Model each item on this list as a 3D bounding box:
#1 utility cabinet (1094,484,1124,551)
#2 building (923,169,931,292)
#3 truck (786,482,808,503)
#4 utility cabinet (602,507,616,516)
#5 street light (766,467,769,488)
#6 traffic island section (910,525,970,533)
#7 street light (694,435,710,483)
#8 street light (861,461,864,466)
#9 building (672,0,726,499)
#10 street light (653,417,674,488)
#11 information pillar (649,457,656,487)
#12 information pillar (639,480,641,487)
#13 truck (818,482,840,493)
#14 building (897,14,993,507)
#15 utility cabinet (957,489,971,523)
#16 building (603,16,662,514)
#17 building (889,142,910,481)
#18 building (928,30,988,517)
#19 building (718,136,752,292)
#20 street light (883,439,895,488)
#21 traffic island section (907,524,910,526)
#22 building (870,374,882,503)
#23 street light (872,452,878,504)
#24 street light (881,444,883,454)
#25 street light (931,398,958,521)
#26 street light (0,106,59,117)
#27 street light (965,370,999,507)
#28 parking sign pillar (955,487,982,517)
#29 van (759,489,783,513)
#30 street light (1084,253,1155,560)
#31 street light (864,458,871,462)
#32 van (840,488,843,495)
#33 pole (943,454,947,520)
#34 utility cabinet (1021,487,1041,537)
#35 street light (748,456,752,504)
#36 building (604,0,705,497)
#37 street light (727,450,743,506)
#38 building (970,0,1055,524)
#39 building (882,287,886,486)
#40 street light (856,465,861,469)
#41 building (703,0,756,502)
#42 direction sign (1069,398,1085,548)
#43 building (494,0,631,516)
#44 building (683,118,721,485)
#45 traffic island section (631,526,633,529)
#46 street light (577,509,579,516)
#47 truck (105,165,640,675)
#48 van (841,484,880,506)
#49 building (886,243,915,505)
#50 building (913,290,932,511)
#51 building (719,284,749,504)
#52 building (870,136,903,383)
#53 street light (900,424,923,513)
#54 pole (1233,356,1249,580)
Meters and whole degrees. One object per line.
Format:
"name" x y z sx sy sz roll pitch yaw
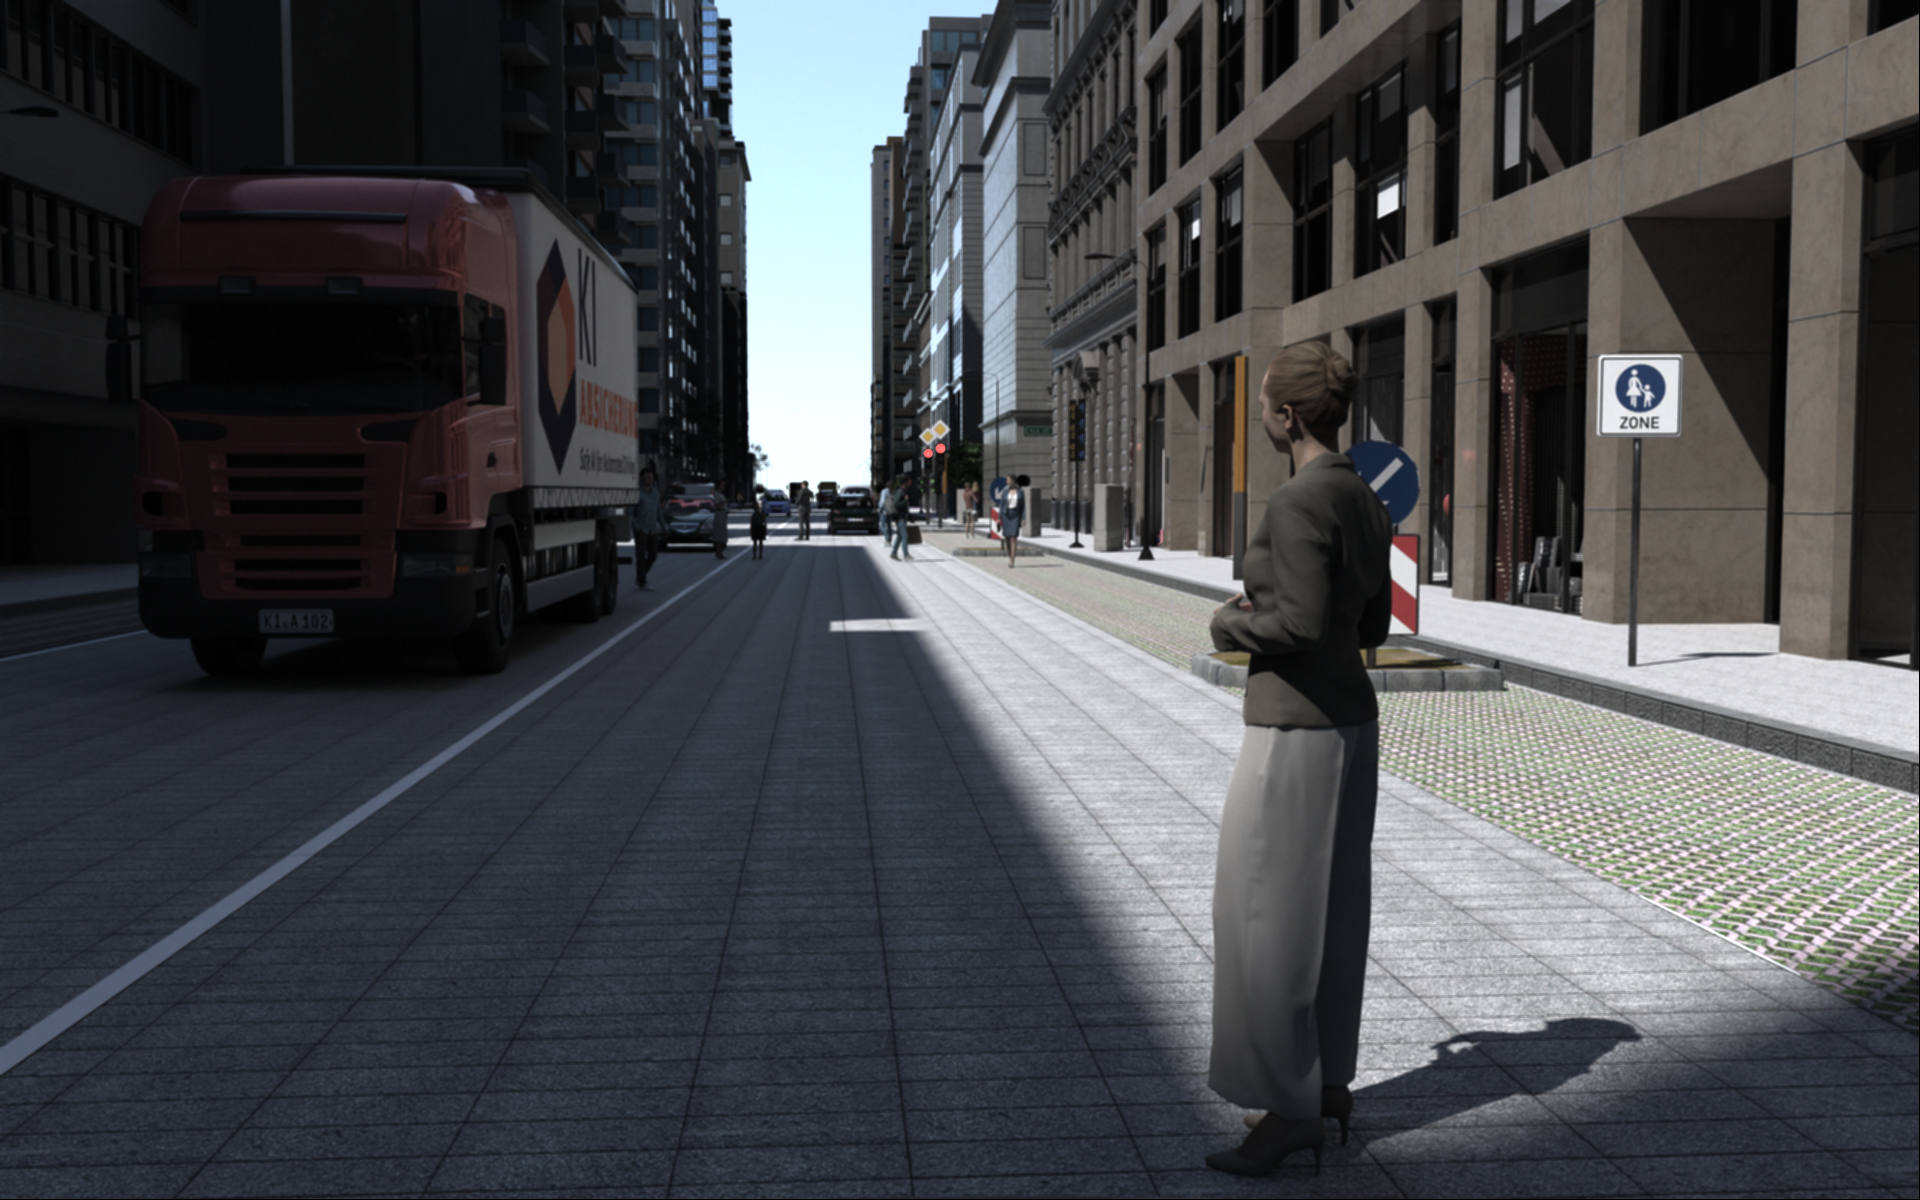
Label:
"utility cabinet" 3.348 -1.842 38.795 0.318 1.500 1.173 2 4 24
"building" 3.597 -23.560 156.909 14.160 30.474 14.107 0 4 -4
"truck" -26.786 -17.722 285.669 3.469 3.379 9.791 0 4 -4
"utility cabinet" -16.237 -4.217 80.110 0.306 1.237 1.020 1 4 10
"street light" -32.242 -19.637 293.601 1.470 5.913 1.316 0 4 -4
"traffic island section" -0.721 -2.609 64.931 2.009 0.180 2.903 0 4 -4
"street light" -20.211 -9.972 135.583 1.470 5.913 1.316 0 4 -4
"street light" -12.892 -16.590 243.779 1.470 5.913 1.316 0 4 -4
"building" -37.827 -46.557 199.452 20.563 71.187 20.611 0 4 -4
"street light" -17.863 -8.041 104.015 1.470 5.913 1.316 0 4 -4
"information pillar" -19.373 -7.203 109.117 0.504 3.616 0.183 2 4 25
"information pillar" -17.210 -5.391 92.633 0.304 2.012 0.304 -1 4 -11
"truck" -20.349 -16.613 267.548 3.469 3.379 9.791 0 4 -3
"building" 5.627 -34.201 178.799 23.786 49.044 30.456 0 4 -4
"utility cabinet" 0.223 -4.046 74.830 0.318 1.500 1.173 -1 4 -21
"building" -37.393 -26.096 118.551 32.217 40.220 23.993 0 4 -4
"building" -1.648 -34.600 215.827 14.600 45.320 14.200 0 4 -4
"building" 4.358 -20.500 112.674 11.434 29.767 29.804 0 4 -4
"building" -45.716 -40.862 257.330 28.713 52.752 27.495 0 4 -4
"street light" -5.575 -10.678 147.130 1.470 5.913 1.316 0 4 -4
"traffic island section" -1.325 -3.096 72.893 2.009 0.180 2.903 0 4 -4
"building" 0.519 -25.661 264.596 27.650 21.520 28.899 0 4 -4
"street light" -8.923 -13.471 192.789 1.470 5.913 1.316 0 4 -4
"street light" -6.652 -11.519 160.882 1.470 5.913 1.316 0 4 -4
"street light" -0.697 -6.810 83.883 1.470 5.913 1.316 0 4 -4
"street light" -11.479 -2.954 20.836 1.470 5.913 1.316 0 4 -4
"street light" 0.865 -5.650 64.924 1.470 5.913 1.316 0 4 -4
"parking sign pillar" 0.473 -6.587 96.167 1.447 3.967 1.447 -2 4 -34
"van" -14.519 -7.791 134.388 2.013 2.044 4.112 0 4 -2
"street light" 3.090 -3.731 33.538 1.470 5.913 1.316 0 4 -4
"street light" -11.320 -15.390 224.162 1.470 5.913 1.316 0 4 -4
"van" -6.587 -6.017 105.384 2.013 2.044 4.112 0 4 -3
"pole" -0.766 -5.717 87.310 0.158 3.312 0.155 0 3 0
"utility cabinet" 2.134 -2.623 51.557 0.318 1.500 1.173 1 4 18
"street light" -26.051 -14.614 211.480 1.470 5.913 1.316 0 4 -4
"building" -36.330 -33.065 160.227 23.786 49.044 30.456 0 4 -4
"street light" -23.554 -12.696 180.115 1.470 5.913 1.316 0 4 -4
"building" 23.161 -18.747 82.927 44.131 29.872 17.030 0 4 -4
"building" -3.923 -28.749 241.742 14.160 30.474 14.107 0 4 -4
"street light" -17.713 -20.460 307.061 1.470 5.913 1.316 0 4 -4
"building" -44.934 -59.509 285.635 22.319 86.520 31.000 0 4 -4
"direction sign" 2.802 -3.027 41.486 0.379 3.537 0.876 -1 4 -20
"building" -28.184 -26.301 84.644 22.147 44.769 28.867 0 4 -4
"building" -32.926 -30.567 183.372 14.154 41.232 14.086 0 4 -4
"traffic island section" -13.931 -3.038 71.945 2.009 0.180 2.903 0 4 -4
"street light" -15.475 -6.113 72.487 1.470 5.913 1.316 0 4 -4
"truck" -5.052 -1.726 17.141 2.839 4.237 11.283 0 4 -4
"van" -4.504 -4.244 76.402 2.013 2.044 4.112 0 4 -3
"building" -0.964 -26.267 201.171 14.160 30.474 14.107 0 4 -4
"building" 1.966 -16.725 138.075 10.561 19.102 19.286 0 4 -4
"building" -36.407 -28.473 237.231 14.160 30.474 14.107 0 4 -4
"building" -4.397 -45.852 291.678 21.231 58.520 28.212 0 4 -4
"street light" -3.128 -8.753 115.650 1.470 5.913 1.316 0 4 -4
"pole" 4.178 -1.952 25.753 0.158 3.312 0.155 0 3 0
